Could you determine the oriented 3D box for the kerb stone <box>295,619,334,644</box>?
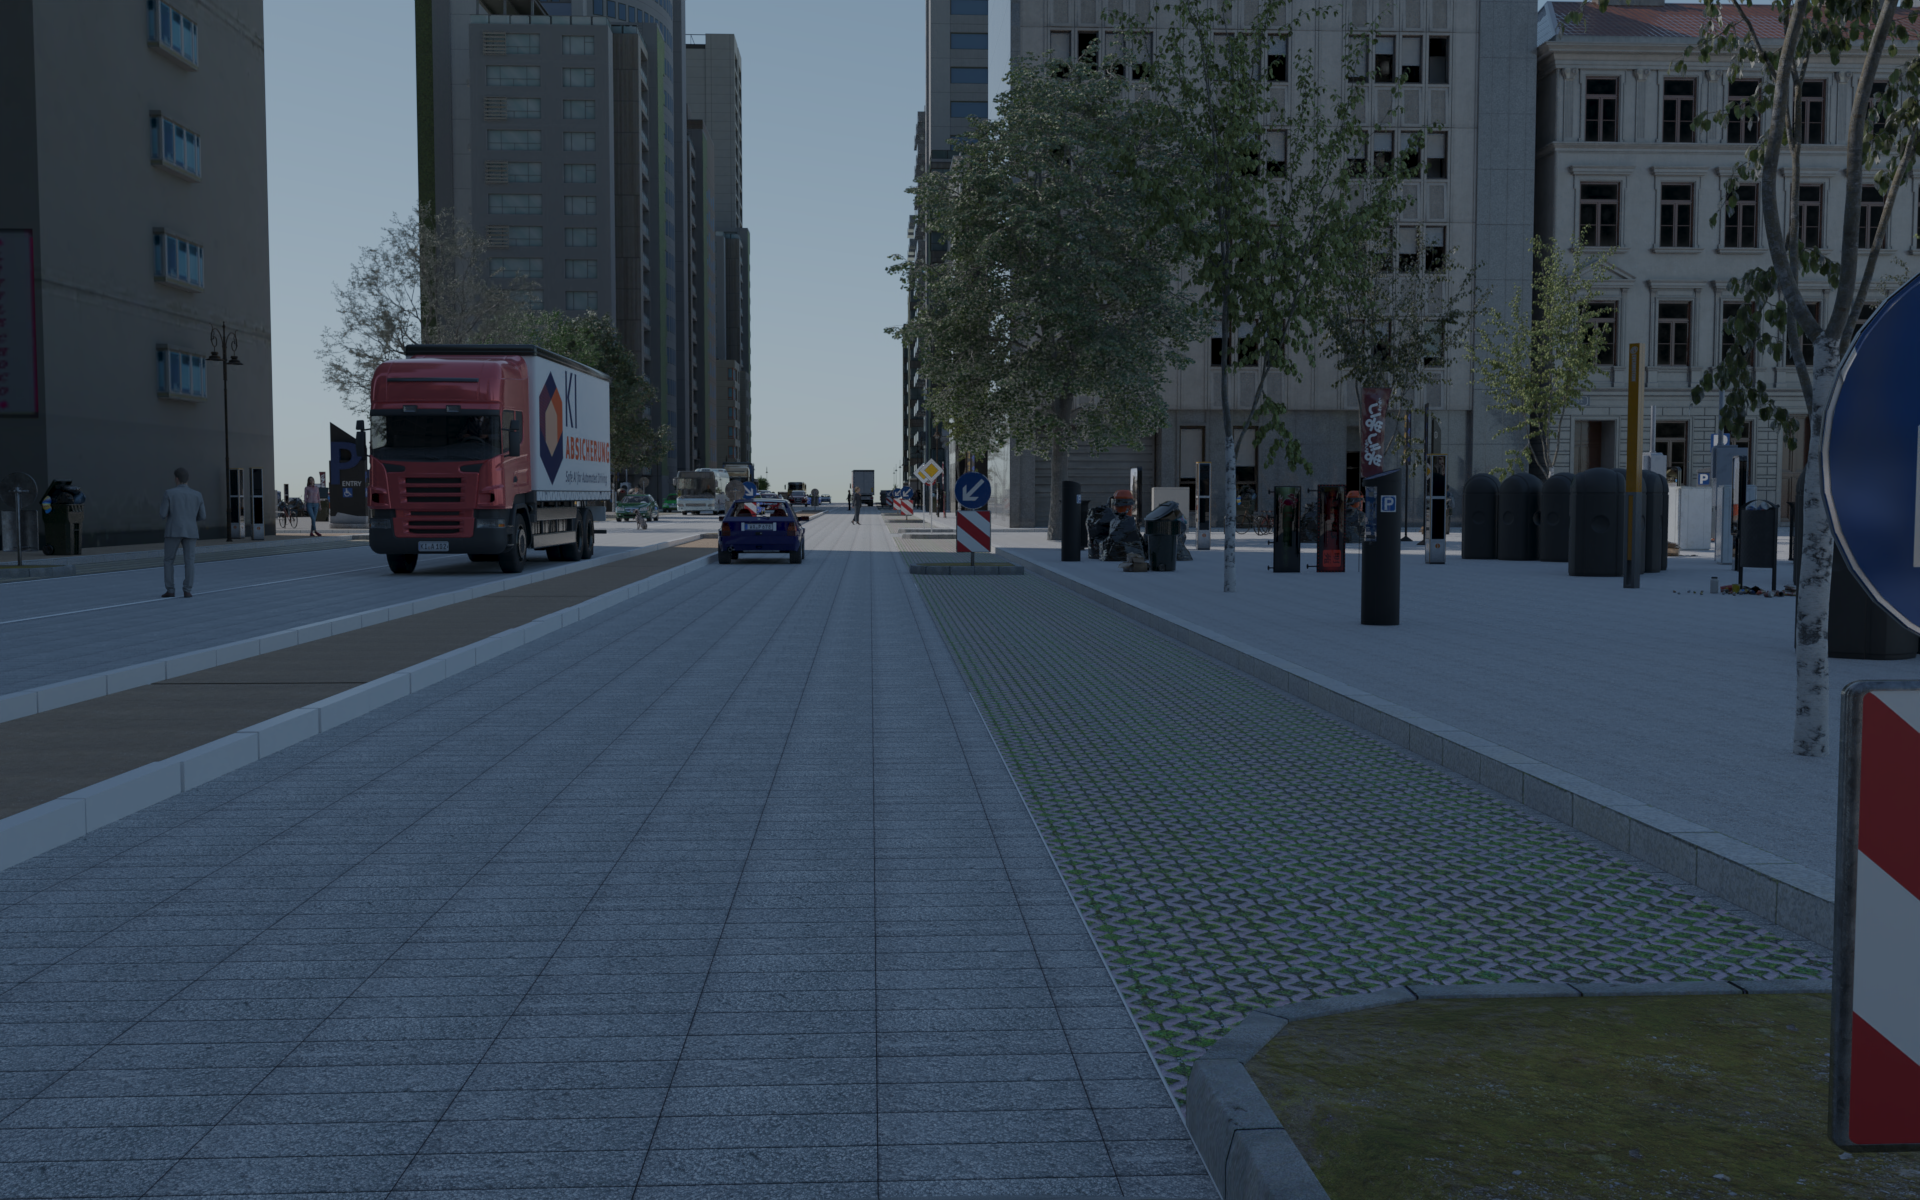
[{"bbox_3d":[-6.341,0.326,16.870,0.120,0.150,1.000,0,4,-3],"label":"kerb stone"}]

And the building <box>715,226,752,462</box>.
[{"bbox_3d":[-38.668,-35.146,258.238,14.154,41.232,14.086,0,4,-3],"label":"building"}]

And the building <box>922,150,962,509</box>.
[{"bbox_3d":[4.250,-23.048,148.543,14.160,30.474,14.107,0,4,-3],"label":"building"}]

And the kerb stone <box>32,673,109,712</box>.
[{"bbox_3d":[-6.077,0.639,11.754,0.120,0.150,1.000,0,4,-3],"label":"kerb stone"}]

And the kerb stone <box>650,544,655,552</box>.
[{"bbox_3d":[-7.671,-1.242,42.509,0.120,0.150,1.000,0,4,-3],"label":"kerb stone"}]

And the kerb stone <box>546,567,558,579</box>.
[{"bbox_3d":[-6.970,-0.427,29.172,0.120,0.150,1.000,0,4,-3],"label":"kerb stone"}]

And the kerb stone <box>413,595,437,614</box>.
[{"bbox_3d":[-6.549,0.075,20.976,0.120,0.150,1.000,0,4,-3],"label":"kerb stone"}]

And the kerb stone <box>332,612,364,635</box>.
[{"bbox_3d":[-6.393,0.263,17.893,0.120,0.150,1.000,0,4,-3],"label":"kerb stone"}]

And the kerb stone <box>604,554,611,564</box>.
[{"bbox_3d":[-7.295,-0.803,35.320,0.120,0.150,1.000,0,4,-3],"label":"kerb stone"}]

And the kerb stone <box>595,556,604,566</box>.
[{"bbox_3d":[-7.245,-0.734,34.299,0.120,0.150,1.000,0,4,-3],"label":"kerb stone"}]

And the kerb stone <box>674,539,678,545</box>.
[{"bbox_3d":[-7.946,-1.556,47.635,0.120,0.150,1.000,0,4,-3],"label":"kerb stone"}]

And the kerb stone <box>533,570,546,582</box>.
[{"bbox_3d":[-6.924,-0.360,28.144,0.120,0.150,1.000,0,4,-3],"label":"kerb stone"}]

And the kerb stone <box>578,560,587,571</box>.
[{"bbox_3d":[-7.138,-0.615,32.252,0.120,0.150,1.000,0,4,-3],"label":"kerb stone"}]

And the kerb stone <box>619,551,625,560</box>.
[{"bbox_3d":[-7.407,-0.923,37.365,0.120,0.150,1.000,0,4,-3],"label":"kerb stone"}]

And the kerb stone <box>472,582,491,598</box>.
[{"bbox_3d":[-6.714,-0.113,24.046,0.120,0.150,1.000,0,4,-3],"label":"kerb stone"}]

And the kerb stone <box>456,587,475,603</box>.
[{"bbox_3d":[-6.663,-0.043,23.022,0.120,0.150,1.000,0,4,-3],"label":"kerb stone"}]

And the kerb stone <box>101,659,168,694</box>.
[{"bbox_3d":[-6.128,0.576,12.775,0.120,0.150,1.000,0,4,-3],"label":"kerb stone"}]

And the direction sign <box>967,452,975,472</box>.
[{"bbox_3d":[0.418,-4.437,64.535,0.379,3.537,0.876,-1,4,-17],"label":"direction sign"}]

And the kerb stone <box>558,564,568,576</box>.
[{"bbox_3d":[-7.031,-0.489,30.197,0.120,0.150,1.000,0,4,-3],"label":"kerb stone"}]

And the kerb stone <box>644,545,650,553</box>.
[{"bbox_3d":[-7.618,-1.180,41.488,0.120,0.150,1.000,0,4,-3],"label":"kerb stone"}]

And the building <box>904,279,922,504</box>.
[{"bbox_3d":[0.110,-28.154,232.024,14.160,30.474,14.107,0,4,-3],"label":"building"}]

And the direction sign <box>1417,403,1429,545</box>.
[{"bbox_3d":[11.680,-3.147,43.457,0.379,3.537,0.876,1,4,10],"label":"direction sign"}]

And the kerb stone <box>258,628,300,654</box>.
[{"bbox_3d":[-6.289,0.392,15.848,0.120,0.150,1.000,0,4,-3],"label":"kerb stone"}]

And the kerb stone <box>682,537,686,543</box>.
[{"bbox_3d":[-8.042,-1.675,49.682,0.120,0.150,1.000,0,4,-3],"label":"kerb stone"}]

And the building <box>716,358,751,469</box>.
[{"bbox_3d":[-43.531,-23.964,236.858,27.650,21.520,28.899,0,4,-3],"label":"building"}]

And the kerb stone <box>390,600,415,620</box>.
[{"bbox_3d":[-6.501,0.137,19.955,0.120,0.150,1.000,0,4,-3],"label":"kerb stone"}]

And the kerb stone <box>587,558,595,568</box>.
[{"bbox_3d":[-7.194,-0.674,33.273,0.120,0.150,1.000,0,4,-3],"label":"kerb stone"}]

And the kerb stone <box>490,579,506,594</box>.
[{"bbox_3d":[-6.773,-0.176,25.066,0.120,0.150,1.000,0,4,-3],"label":"kerb stone"}]

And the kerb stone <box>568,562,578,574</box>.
[{"bbox_3d":[-7.081,-0.552,31.227,0.120,0.150,1.000,0,4,-3],"label":"kerb stone"}]

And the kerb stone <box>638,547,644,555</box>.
[{"bbox_3d":[-7.564,-1.111,40.449,0.120,0.150,1.000,0,4,-3],"label":"kerb stone"}]

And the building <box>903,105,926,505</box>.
[{"bbox_3d":[6.034,-35.411,198.570,23.786,49.044,30.456,0,4,-3],"label":"building"}]

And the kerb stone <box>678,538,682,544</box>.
[{"bbox_3d":[-7.993,-1.618,48.656,0.120,0.150,1.000,0,4,-3],"label":"kerb stone"}]

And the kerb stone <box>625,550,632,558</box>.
[{"bbox_3d":[-7.457,-0.982,38.400,0.120,0.150,1.000,0,4,-3],"label":"kerb stone"}]

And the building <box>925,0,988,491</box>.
[{"bbox_3d":[7.134,-38.350,169.020,21.231,58.520,28.212,0,4,-3],"label":"building"}]

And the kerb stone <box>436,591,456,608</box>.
[{"bbox_3d":[-6.611,0.012,22.001,0.120,0.150,1.000,0,4,-3],"label":"kerb stone"}]

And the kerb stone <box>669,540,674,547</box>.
[{"bbox_3d":[-7.883,-1.492,46.610,0.120,0.150,1.000,0,4,-3],"label":"kerb stone"}]

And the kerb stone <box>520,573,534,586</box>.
[{"bbox_3d":[-6.874,-0.297,27.111,0.120,0.150,1.000,0,4,-3],"label":"kerb stone"}]

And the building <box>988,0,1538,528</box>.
[{"bbox_3d":[11.477,-15.471,70.973,19.932,24.808,12.078,0,4,-3],"label":"building"}]

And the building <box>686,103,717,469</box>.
[{"bbox_3d":[-36.150,-33.786,202.504,14.600,45.320,14.200,0,4,-3],"label":"building"}]

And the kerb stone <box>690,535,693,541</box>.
[{"bbox_3d":[-8.155,-1.805,51.740,0.120,0.150,1.000,0,4,-3],"label":"kerb stone"}]

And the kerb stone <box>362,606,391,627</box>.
[{"bbox_3d":[-6.449,0.200,18.927,0.120,0.150,1.000,0,4,-3],"label":"kerb stone"}]

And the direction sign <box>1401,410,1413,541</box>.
[{"bbox_3d":[12.106,-3.360,46.925,0.379,3.537,0.876,0,4,4],"label":"direction sign"}]

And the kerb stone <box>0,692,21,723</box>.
[{"bbox_3d":[-6.023,0.701,10.732,0.120,0.150,1.000,0,4,-3],"label":"kerb stone"}]

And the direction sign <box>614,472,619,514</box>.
[{"bbox_3d":[-22.607,-7.471,114.148,0.379,3.537,0.876,0,4,3],"label":"direction sign"}]

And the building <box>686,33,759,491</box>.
[{"bbox_3d":[-42.727,-51.144,274.453,20.563,71.187,20.611,0,4,-3],"label":"building"}]

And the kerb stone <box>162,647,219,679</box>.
[{"bbox_3d":[-6.179,0.513,13.802,0.120,0.150,1.000,0,4,-3],"label":"kerb stone"}]

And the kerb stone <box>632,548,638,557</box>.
[{"bbox_3d":[-7.505,-1.053,39.423,0.120,0.150,1.000,0,4,-3],"label":"kerb stone"}]

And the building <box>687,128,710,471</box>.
[{"bbox_3d":[-35.007,-30.862,188.183,14.154,41.232,14.086,0,4,-3],"label":"building"}]

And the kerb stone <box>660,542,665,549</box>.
[{"bbox_3d":[-7.770,-1.366,44.563,0.120,0.150,1.000,0,4,-3],"label":"kerb stone"}]

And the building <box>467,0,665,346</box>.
[{"bbox_3d":[-32.519,-28.255,145.560,14.154,41.232,14.086,0,4,-3],"label":"building"}]

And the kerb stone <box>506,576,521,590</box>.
[{"bbox_3d":[-6.817,-0.238,26.090,0.120,0.150,1.000,0,4,-3],"label":"kerb stone"}]

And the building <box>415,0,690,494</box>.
[{"bbox_3d":[-38.135,-38.158,165.879,21.231,58.520,28.212,0,4,-3],"label":"building"}]

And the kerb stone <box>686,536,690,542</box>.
[{"bbox_3d":[-8.106,-1.738,50.711,0.120,0.150,1.000,0,4,-3],"label":"kerb stone"}]

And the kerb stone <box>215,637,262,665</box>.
[{"bbox_3d":[-6.235,0.455,14.824,0.120,0.150,1.000,0,4,-3],"label":"kerb stone"}]

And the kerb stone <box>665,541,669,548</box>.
[{"bbox_3d":[-7.831,-1.430,45.583,0.120,0.150,1.000,0,4,-3],"label":"kerb stone"}]

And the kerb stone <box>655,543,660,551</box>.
[{"bbox_3d":[-7.728,-1.305,43.530,0.120,0.150,1.000,0,4,-3],"label":"kerb stone"}]

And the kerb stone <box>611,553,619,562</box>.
[{"bbox_3d":[-7.351,-0.864,36.344,0.120,0.150,1.000,0,4,-3],"label":"kerb stone"}]
